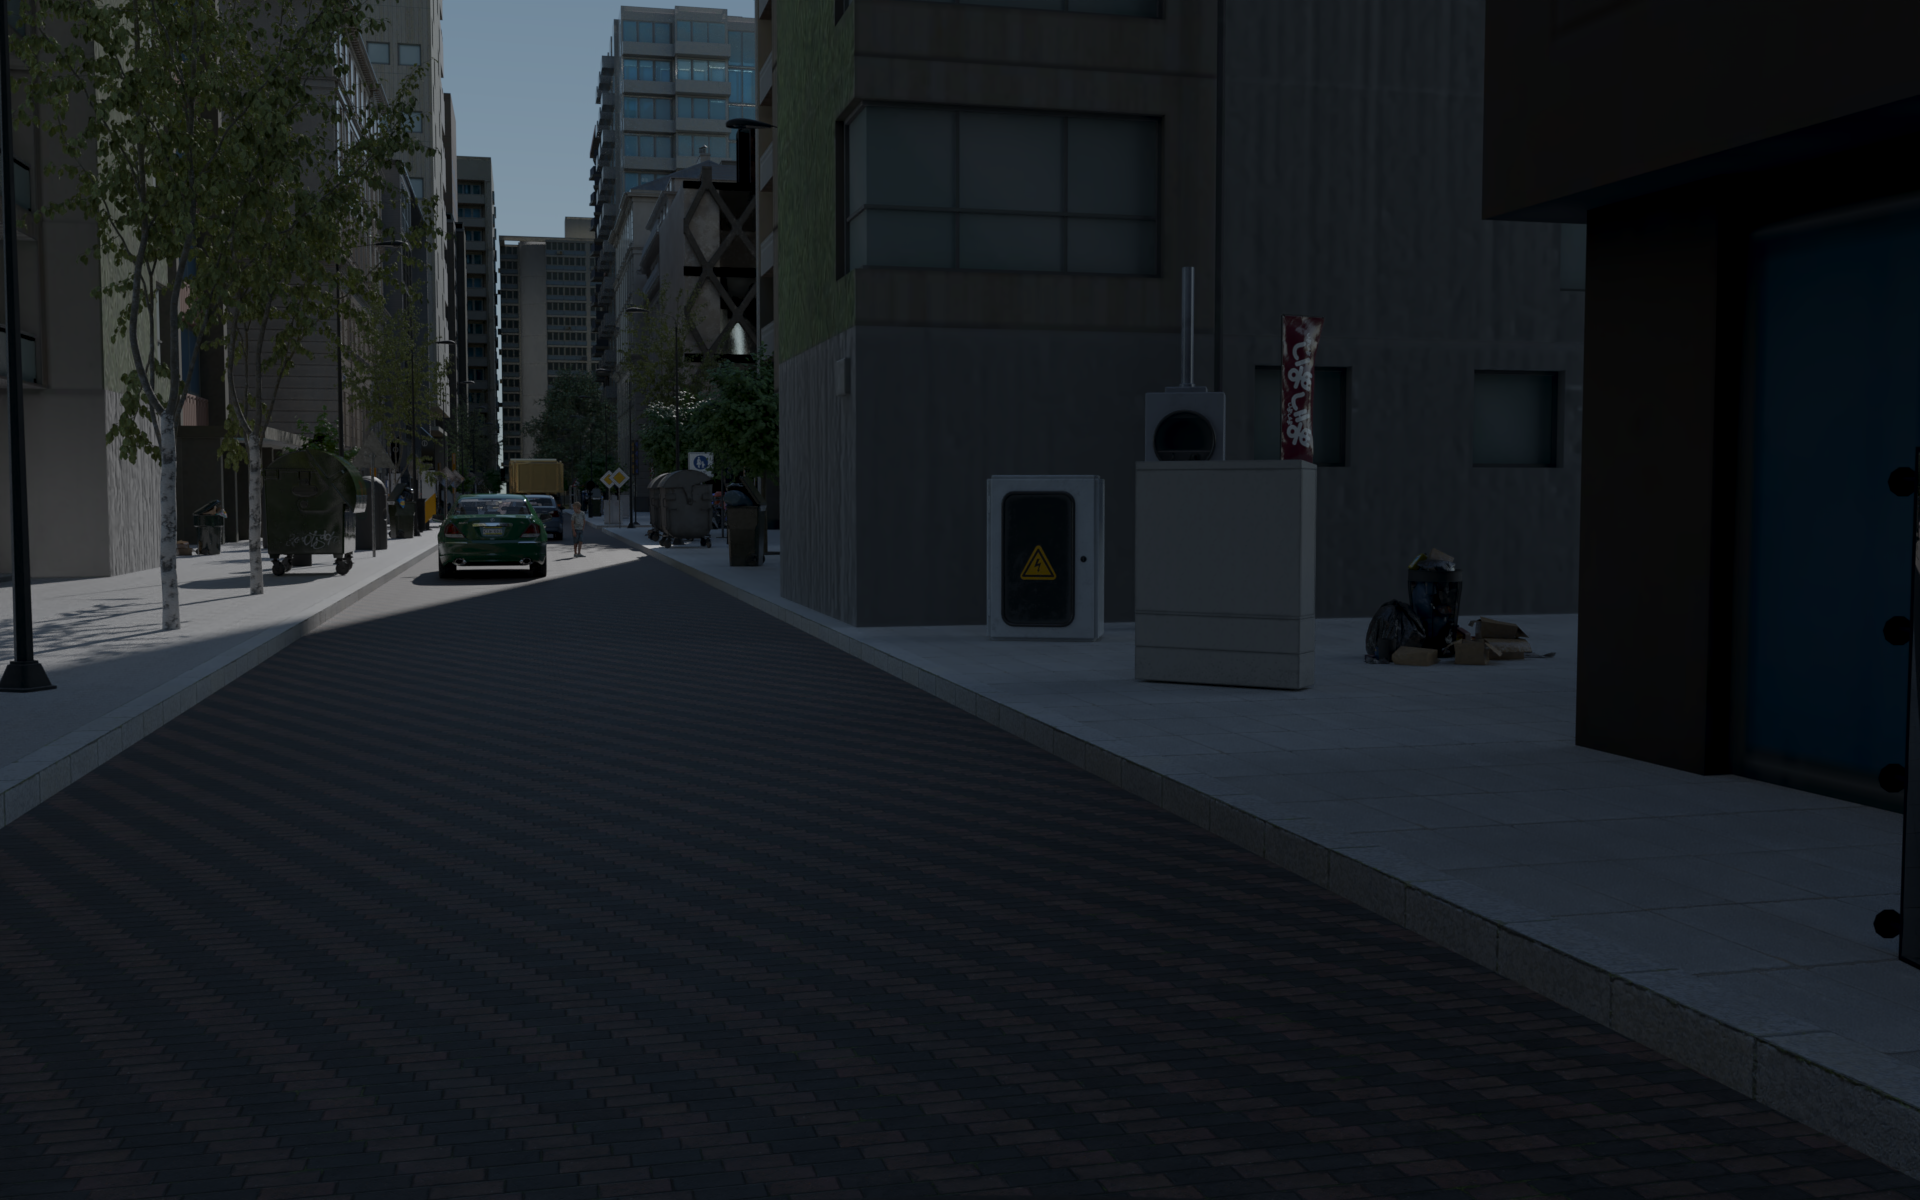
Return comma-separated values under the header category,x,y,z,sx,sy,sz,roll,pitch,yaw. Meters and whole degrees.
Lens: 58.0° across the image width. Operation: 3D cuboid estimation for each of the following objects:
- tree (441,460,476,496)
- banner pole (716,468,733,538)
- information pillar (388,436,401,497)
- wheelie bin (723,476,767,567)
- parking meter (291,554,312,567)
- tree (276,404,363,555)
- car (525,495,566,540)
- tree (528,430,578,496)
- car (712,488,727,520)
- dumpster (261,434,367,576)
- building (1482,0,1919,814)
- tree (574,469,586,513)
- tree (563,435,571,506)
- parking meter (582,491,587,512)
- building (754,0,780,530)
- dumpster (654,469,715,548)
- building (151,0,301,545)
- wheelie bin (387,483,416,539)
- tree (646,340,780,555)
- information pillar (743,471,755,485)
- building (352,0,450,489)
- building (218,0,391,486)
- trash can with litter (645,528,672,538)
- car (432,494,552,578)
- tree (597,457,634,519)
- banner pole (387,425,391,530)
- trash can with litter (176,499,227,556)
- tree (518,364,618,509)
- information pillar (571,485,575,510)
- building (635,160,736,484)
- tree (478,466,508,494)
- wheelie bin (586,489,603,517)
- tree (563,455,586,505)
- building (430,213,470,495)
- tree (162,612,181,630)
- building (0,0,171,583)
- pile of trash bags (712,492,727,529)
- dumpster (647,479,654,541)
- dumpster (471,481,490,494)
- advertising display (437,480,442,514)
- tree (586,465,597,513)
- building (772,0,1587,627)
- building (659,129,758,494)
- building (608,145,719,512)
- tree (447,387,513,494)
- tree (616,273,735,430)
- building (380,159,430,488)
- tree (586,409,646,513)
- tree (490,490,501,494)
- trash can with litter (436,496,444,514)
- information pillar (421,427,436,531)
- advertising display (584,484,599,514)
category,x,y,z,sx,sy,sz,roll,pitch,yaw
tree,-30.294,-6.691,104.001,1.663,3.219,1.824,0,3,0
banner pole,-6.829,-3.706,50.615,0.401,3.779,0.863,1,4,22
information pillar,-22.760,-4.794,69.732,0.504,3.616,0.183,0,4,-1
wheelie bin,-3.834,-1.404,30.860,0.693,1.594,0.980,0,4,5
parking meter,-11.709,-1.365,30.728,0.372,1.533,0.369,0,3,0
tree,-13.523,-2.602,37.141,1.663,3.219,1.824,0,3,0
car,-13.524,-2.626,54.939,2.014,1.417,4.499,-1,4,-15
tree,-47.409,-16.456,203.459,7.601,10.594,8.767,-1,4,-22
car,-8.429,-3.620,68.782,3.694,1.707,1.945,-1,4,-13
dumpster,-10.409,-1.551,27.861,1.502,2.255,1.985,-1,4,-14
building,11.123,-21.557,2.564,14.600,45.320,14.200,-1,4,-14
tree,-25.046,-7.423,115.962,1.663,3.219,1.824,0,3,0
tree,-39.824,-13.844,176.714,4.360,8.622,3.978,0,3,0
parking meter,-27.630,-7.282,127.475,0.372,1.533,0.369,0,3,0
building,5.540,-26.314,53.939,21.300,48.544,21.600,-1,4,-14
dumpster,-6.568,-2.190,41.566,1.264,1.857,1.865,-1,4,-14
building,-32.537,-23.742,42.811,28.867,44.769,22.147,-1,4,-14
wheelie bin,-16.173,-2.585,50.170,0.693,1.594,0.980,-3,5,-40
tree,-4.210,-3.263,37.065,4.285,4.588,4.351,0,3,0
information pillar,-5.563,-2.527,45.801,0.304,2.012,0.304,-1,4,-9
building,-59.599,-34.441,152.355,28.713,52.752,27.495,-1,4,-14
building,-34.549,-17.475,82.982,12.463,27.353,25.104,-1,4,-14
trash can with litter,-8.584,-2.361,49.995,1.055,1.170,0.624,0,4,6
car,-8.410,-1.185,31.173,2.131,1.459,4.920,-1,4,-15
tree,-17.889,-5.898,91.033,1.663,3.219,1.824,0,3,0
banner pole,-20.343,-4.393,61.846,0.401,3.779,0.863,-1,4,-22
trash can with litter,-15.967,-1.522,36.278,1.055,1.170,0.624,-3,5,-43
tree,-33.988,-14.408,152.573,9.611,12.733,9.660,0,3,0
information pillar,-32.022,-8.482,143.172,0.304,2.012,0.304,-1,4,-13
building,-13.446,-16.528,112.029,13.314,21.916,24.055,-1,4,-14
tree,-53.132,-13.072,197.440,4.285,4.588,4.351,0,3,0
wheelie bin,-20.808,-5.538,98.449,0.980,1.594,0.693,-2,4,-31
tree,-25.047,-8.352,120.265,4.285,4.588,4.351,0,3,0
building,-57.277,-24.670,175.062,14.160,30.474,14.107,-1,4,-14
tree,-7.365,-4.038,16.380,4.737,8.622,4.395,0,3,0
building,-19.514,-20.706,22.136,14.154,41.232,14.086,-1,4,-14
pile of trash bags,-9.395,-3.327,64.143,1.912,1.369,3.447,1,4,12
dumpster,-7.889,-2.554,47.509,1.264,1.857,1.865,-1,4,-14
dumpster,-35.485,-7.669,127.886,1.502,2.255,1.985,-1,4,-14
advertising display,-23.981,-4.560,79.772,0.123,1.923,0.974,-1,4,-22
tree,-21.999,-6.933,107.952,1.663,3.219,1.824,0,3,0
building,4.150,-20.803,23.730,14.154,41.232,14.086,-1,4,-14
building,-5.702,-13.340,85.556,16.811,18.784,16.820,-1,4,-14
building,-20.508,-20.681,135.390,12.463,27.353,25.104,-1,4,-14
tree,-33.214,-10.340,119.428,4.360,8.622,3.978,0,3,0
tree,-9.769,-6.640,58.925,4.737,8.622,4.395,0,3,0
building,-41.888,-17.810,110.255,14.314,24.678,30.058,-1,4,-14
tree,-8.362,-4.250,53.200,4.285,4.588,4.351,0,3,0
tree,-56.768,-13.340,212.703,1.663,3.219,1.824,0,3,0
trash can with litter,-24.570,-4.322,82.045,0.624,1.170,1.055,2,4,31
information pillar,-18.655,-4.244,60.741,0.504,3.616,0.183,1,4,10
advertising display,-23.808,-6.529,111.961,0.974,1.923,0.123,1,4,12
